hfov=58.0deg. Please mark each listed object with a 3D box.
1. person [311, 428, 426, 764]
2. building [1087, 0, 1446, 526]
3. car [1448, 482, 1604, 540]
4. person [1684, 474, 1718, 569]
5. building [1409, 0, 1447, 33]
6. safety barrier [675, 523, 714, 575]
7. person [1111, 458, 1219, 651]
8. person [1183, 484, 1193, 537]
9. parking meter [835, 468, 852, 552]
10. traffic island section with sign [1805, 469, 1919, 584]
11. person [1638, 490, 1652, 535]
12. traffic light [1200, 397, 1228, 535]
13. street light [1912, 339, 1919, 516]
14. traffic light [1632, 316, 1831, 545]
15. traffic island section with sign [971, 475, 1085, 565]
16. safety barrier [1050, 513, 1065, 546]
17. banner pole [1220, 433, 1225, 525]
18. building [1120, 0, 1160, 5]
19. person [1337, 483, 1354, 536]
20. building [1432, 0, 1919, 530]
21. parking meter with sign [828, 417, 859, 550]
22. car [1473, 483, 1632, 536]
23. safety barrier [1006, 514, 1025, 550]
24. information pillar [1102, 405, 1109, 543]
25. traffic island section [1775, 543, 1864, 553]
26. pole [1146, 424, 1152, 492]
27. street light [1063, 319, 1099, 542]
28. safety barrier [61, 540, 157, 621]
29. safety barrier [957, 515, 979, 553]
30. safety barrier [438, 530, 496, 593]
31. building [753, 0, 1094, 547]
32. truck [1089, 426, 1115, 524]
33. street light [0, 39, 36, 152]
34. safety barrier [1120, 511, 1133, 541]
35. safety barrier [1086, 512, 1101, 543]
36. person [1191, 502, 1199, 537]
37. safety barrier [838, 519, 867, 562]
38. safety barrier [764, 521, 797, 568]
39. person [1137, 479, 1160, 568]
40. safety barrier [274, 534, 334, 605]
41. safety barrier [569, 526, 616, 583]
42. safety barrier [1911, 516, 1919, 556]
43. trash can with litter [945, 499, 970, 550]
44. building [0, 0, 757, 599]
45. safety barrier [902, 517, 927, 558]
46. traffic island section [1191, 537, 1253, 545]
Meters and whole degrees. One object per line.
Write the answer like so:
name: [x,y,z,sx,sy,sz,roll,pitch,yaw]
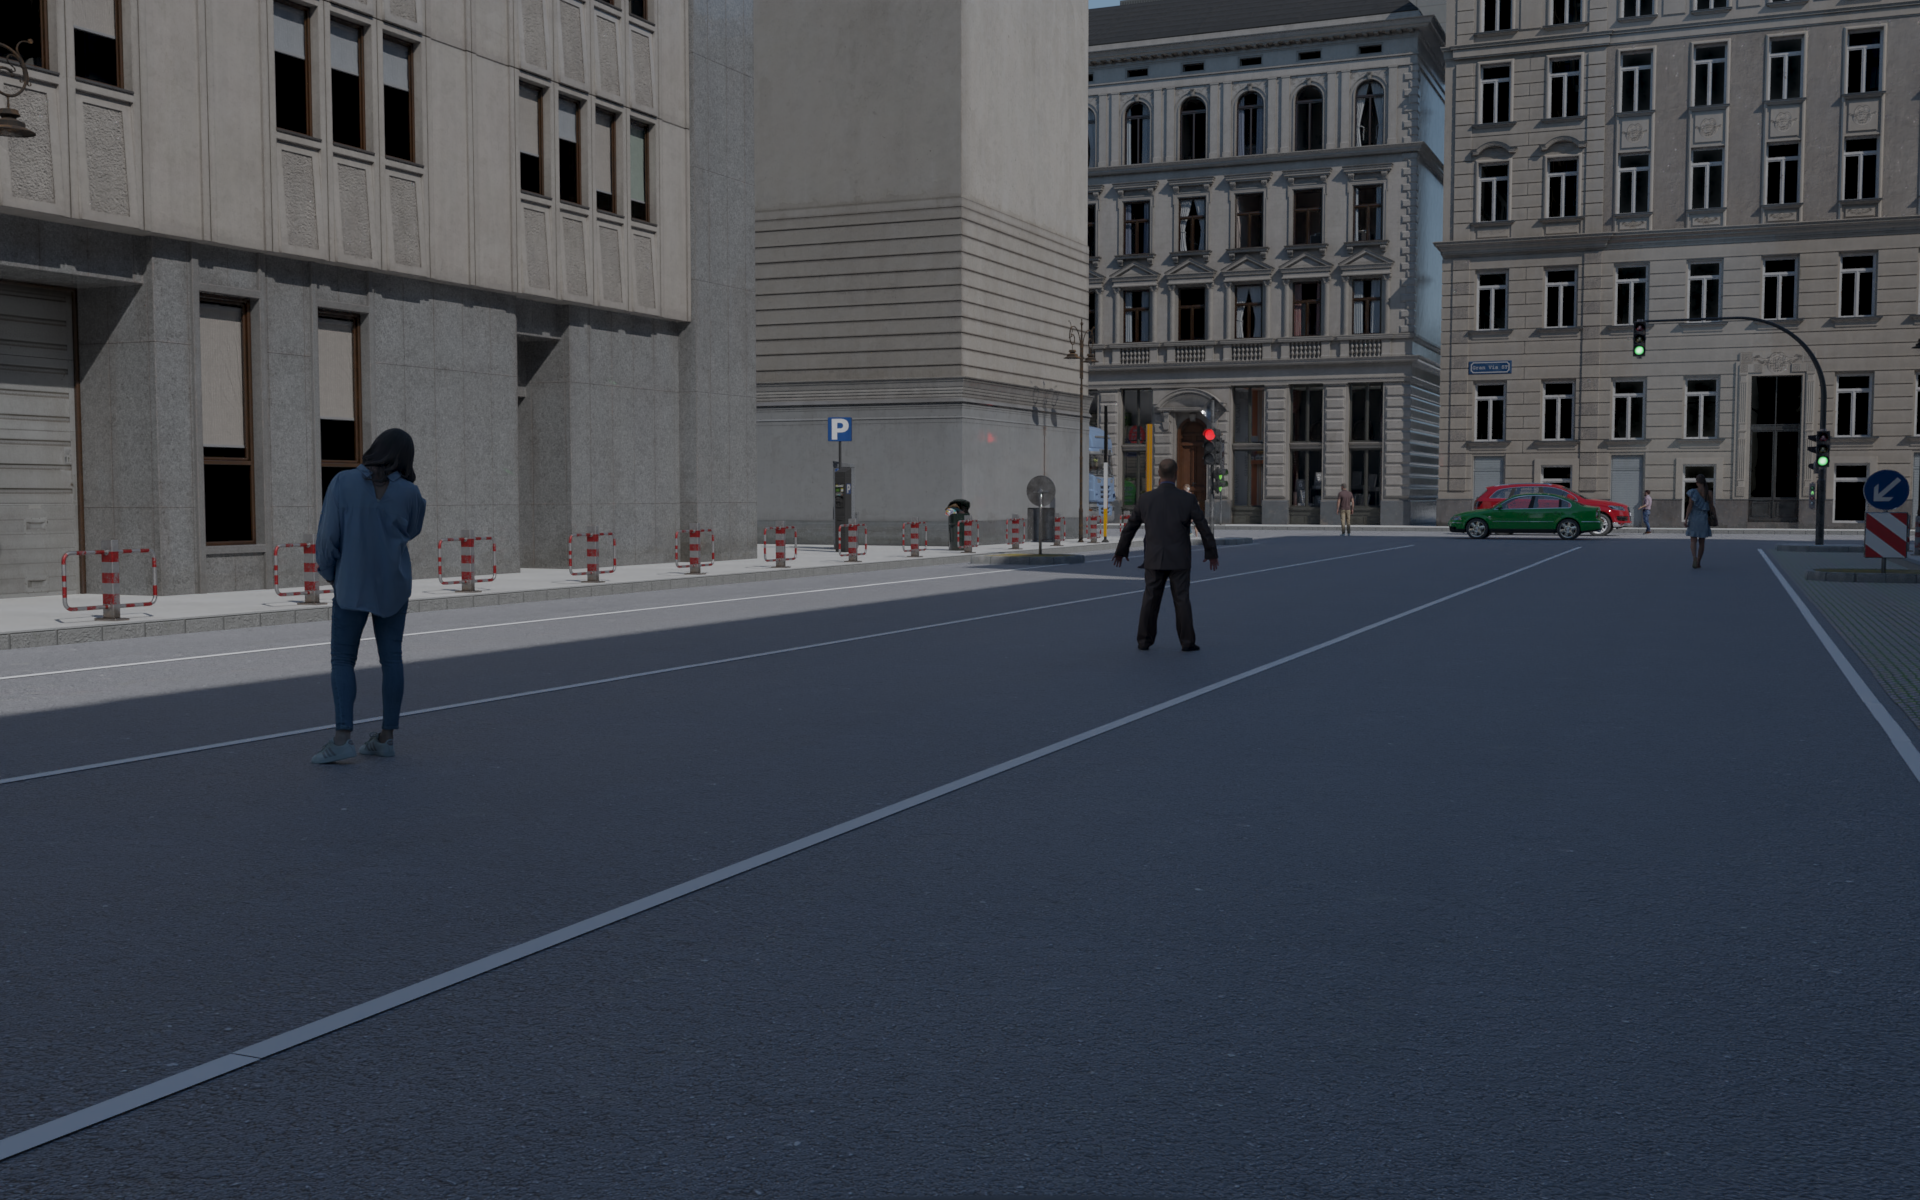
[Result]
person: [-3.206,-0.038,9.394,0.793,1.790,0.793,1,4,22]
building: [11.701,-15.209,77.551,19.941,23.489,11.050,2,4,24]
car: [17.960,-2.828,55.029,4.718,1.807,1.959,1,4,23]
person: [14.233,-1.508,33.250,0.616,1.811,0.778,1,4,23]
building: [54.847,-45.982,190.057,20.611,71.187,20.563,2,4,24]
safety barrier: [-4.216,-0.812,27.560,0.300,0.817,1.120,2,4,24]
person: [1.895,-0.420,15.917,0.990,1.755,0.434,1,4,21]
person: [7.410,-2.899,56.490,0.643,1.750,0.593,-2,4,-23]
parking meter: [-2.574,-1.985,38.164,0.255,1.863,0.399,1,4,22]
traffic island section with sign: [15.120,-1.224,28.645,1.989,1.847,2.006,2,4,24]
person: [24.252,-3.105,61.220,0.435,1.587,0.963,2,4,30]
traffic light: [7.284,-3.730,49.914,0.839,4.253,0.868,2,4,24]
street light: [22.949,-4.189,41.281,0.468,5.910,1.993,2,4,24]
traffic light: [19.732,-4.262,44.346,4.771,5.953,1.251,2,4,24]
traffic island section with sign: [1.515,-1.681,36.114,1.989,1.847,2.006,2,4,24]
safety barrier: [2.389,-1.734,42.618,0.300,0.817,1.120,2,4,24]
banner pole: [10.675,-4.925,70.535,0.401,3.779,0.863,0,4,-3]
building: [32.135,-40.209,199.418,28.212,58.520,21.231,2,4,24]
person: [13.207,-3.107,59.432,0.598,1.807,0.434,0,4,0]
building: [32.272,-16.576,68.277,25.104,27.353,12.463,2,4,24]
parking meter with sign: [-2.661,-2.685,40.157,0.543,3.016,1.738,0,4,4]
car: [20.566,-3.158,60.313,5.304,1.827,2.281,2,4,24]
safety barrier: [1.288,-1.580,40.110,0.300,0.817,1.120,2,4,24]
information pillar: [3.863,-3.335,45.884,0.183,3.616,0.504,0,4,8]
traffic island section: [21.717,-1.313,43.742,2.009,0.180,2.903,2,4,24]
pole: [5.509,-3.467,50.529,0.158,3.312,0.155,0,3,0]
street light: [3.208,-4.467,45.815,0.468,5.910,1.993,2,4,24]
safety barrier: [-8.603,-0.200,17.544,0.300,0.817,1.120,2,4,24]
safety barrier: [0.179,-1.426,37.594,0.300,0.817,1.120,2,4,24]
safety barrier: [-6.409,-0.506,22.552,0.300,0.817,1.120,2,4,24]
building: [-6.218,-12.245,49.350,18.267,20.994,9.793,2,4,24]
truck: [-2.651,-4.669,66.097,18.799,4.110,2.967,2,4,24]
street light: [-9.573,-2.667,16.386,0.468,5.910,1.993,2,4,24]
safety barrier: [4.584,-2.040,47.625,0.300,0.817,1.120,2,4,24]
safety barrier: [3.486,-1.887,45.122,0.300,0.817,1.120,2,4,24]
person: [7.473,-2.511,54.563,0.382,1.210,0.505,3,5,39]
safety barrier: [-2.014,-1.120,32.582,0.300,0.817,1.120,2,4,24]
safety barrier: [-3.114,-0.965,30.061,0.300,0.817,1.120,2,4,24]
person: [3.774,-1.494,33.379,0.683,1.767,0.568,-1,4,-9]
safety barrier: [-7.507,-0.353,20.048,0.300,0.817,1.120,2,4,24]
safety barrier: [-5.311,-0.659,25.055,0.300,0.817,1.120,2,4,24]
safety barrier: [20.010,-1.337,36.133,0.300,0.817,1.120,2,4,24]
trash can with litter: [-0.109,-1.719,39.487,0.624,1.170,1.055,-1,4,-10]
building: [-13.511,-12.781,26.988,12.078,24.808,19.932,2,4,24]
safety barrier: [-0.914,-1.273,35.088,0.300,0.817,1.120,2,4,24]
traffic island section: [7.251,-1.699,50.064,2.009,0.180,2.903,2,4,24]
